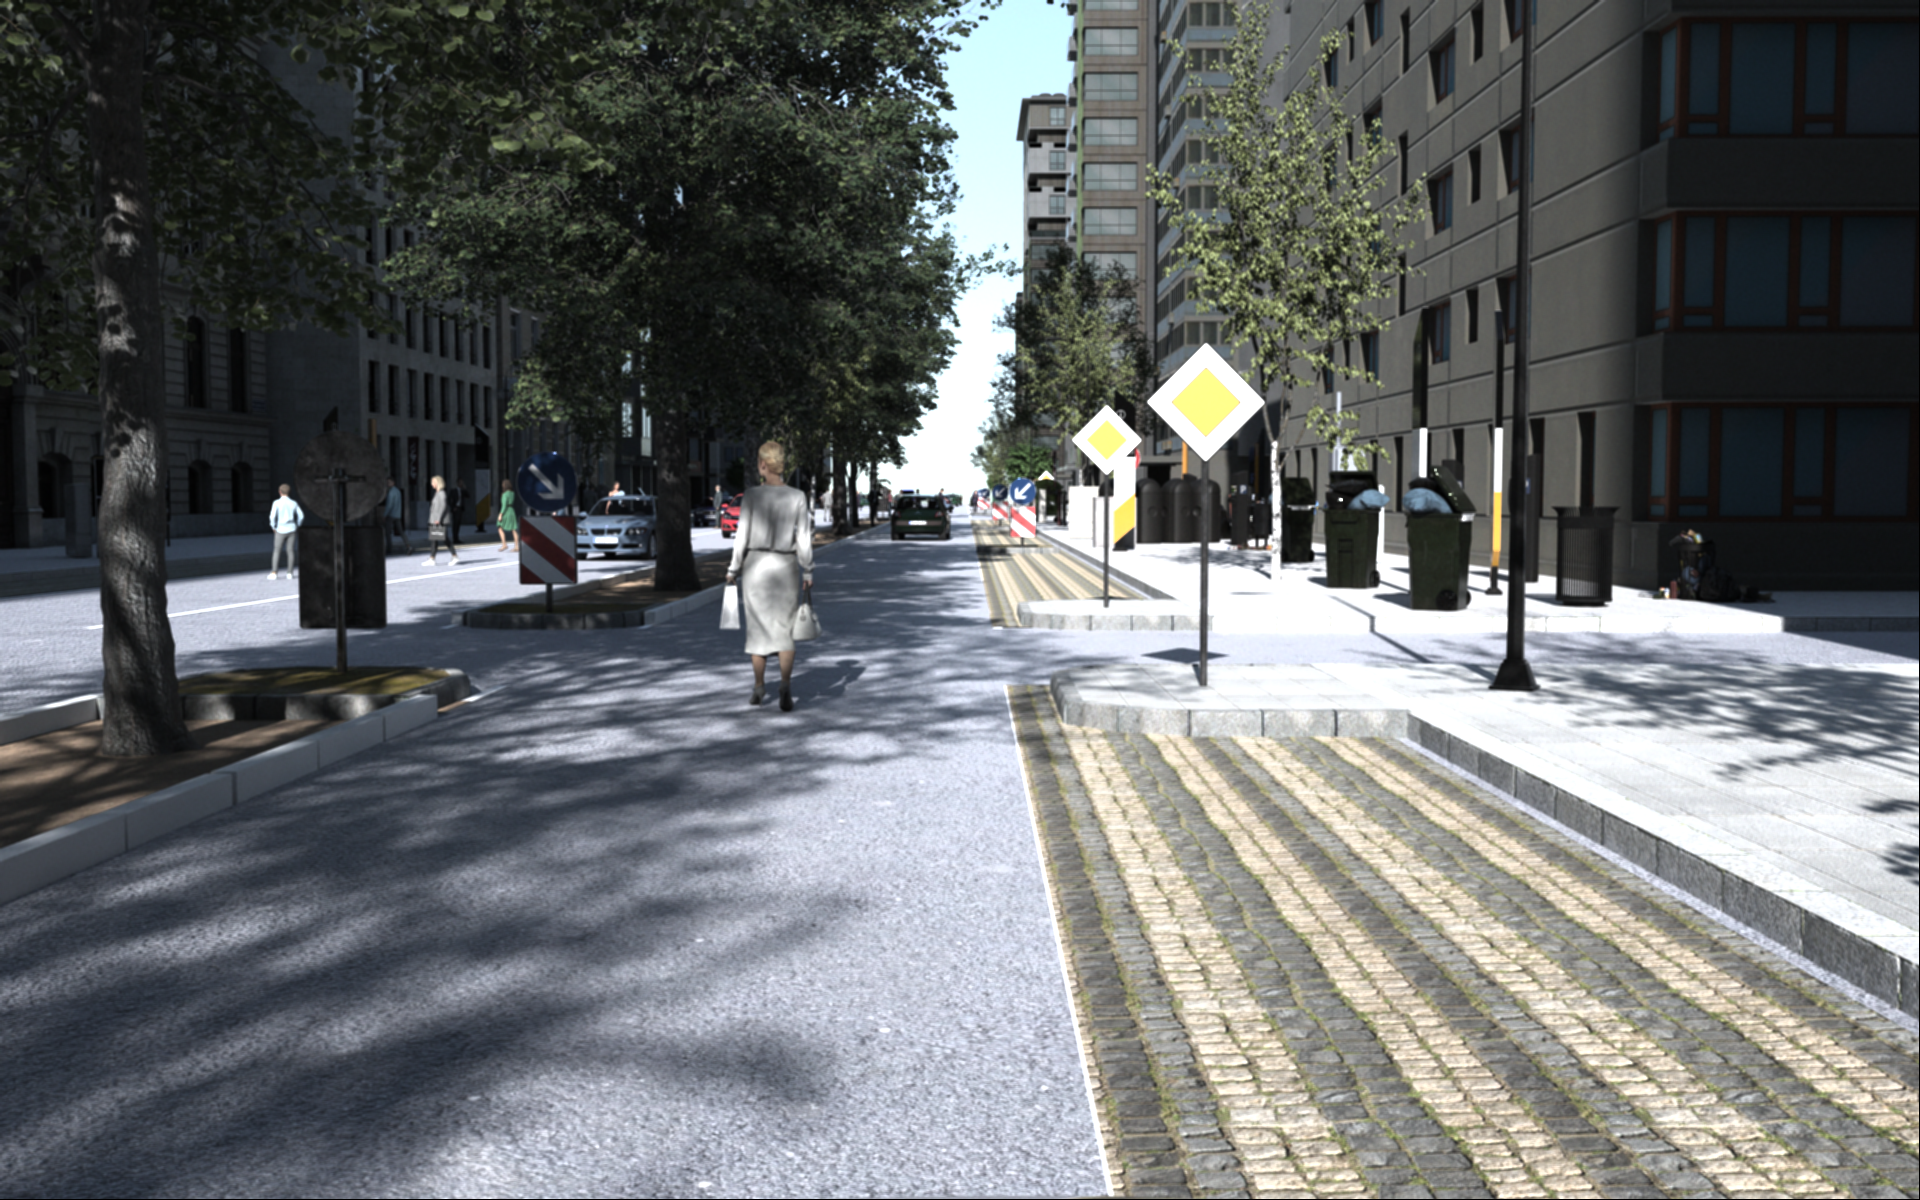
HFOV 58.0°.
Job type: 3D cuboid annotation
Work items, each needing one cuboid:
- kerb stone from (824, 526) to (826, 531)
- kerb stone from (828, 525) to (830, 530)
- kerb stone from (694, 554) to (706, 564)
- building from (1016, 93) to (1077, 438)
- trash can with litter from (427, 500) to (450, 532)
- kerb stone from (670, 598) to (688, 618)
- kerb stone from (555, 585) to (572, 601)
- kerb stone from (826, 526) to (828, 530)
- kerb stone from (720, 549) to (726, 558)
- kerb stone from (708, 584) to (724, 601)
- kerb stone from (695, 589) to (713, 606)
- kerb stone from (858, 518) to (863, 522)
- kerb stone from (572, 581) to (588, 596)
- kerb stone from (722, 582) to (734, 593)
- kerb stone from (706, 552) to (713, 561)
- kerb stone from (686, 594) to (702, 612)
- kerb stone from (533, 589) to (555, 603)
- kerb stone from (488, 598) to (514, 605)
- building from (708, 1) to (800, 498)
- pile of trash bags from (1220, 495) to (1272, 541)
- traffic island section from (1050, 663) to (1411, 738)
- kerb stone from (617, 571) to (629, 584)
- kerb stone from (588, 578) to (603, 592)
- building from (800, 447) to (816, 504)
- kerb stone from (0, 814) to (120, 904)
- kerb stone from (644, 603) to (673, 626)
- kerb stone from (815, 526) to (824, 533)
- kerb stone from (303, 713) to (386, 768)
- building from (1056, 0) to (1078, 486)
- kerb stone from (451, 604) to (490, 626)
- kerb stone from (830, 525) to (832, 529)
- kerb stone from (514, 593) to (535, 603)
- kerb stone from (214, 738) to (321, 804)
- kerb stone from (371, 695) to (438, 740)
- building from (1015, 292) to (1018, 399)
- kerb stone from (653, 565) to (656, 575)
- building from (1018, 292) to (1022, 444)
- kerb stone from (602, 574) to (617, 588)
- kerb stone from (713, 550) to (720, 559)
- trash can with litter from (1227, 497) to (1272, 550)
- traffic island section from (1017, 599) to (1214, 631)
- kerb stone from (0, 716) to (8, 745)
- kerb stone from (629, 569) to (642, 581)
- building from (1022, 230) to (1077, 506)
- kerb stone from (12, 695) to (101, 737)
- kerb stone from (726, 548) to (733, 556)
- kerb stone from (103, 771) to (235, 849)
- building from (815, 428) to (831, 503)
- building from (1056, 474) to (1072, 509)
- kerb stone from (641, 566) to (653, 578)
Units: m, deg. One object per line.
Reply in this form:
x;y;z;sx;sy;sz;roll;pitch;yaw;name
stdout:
-5.346;-2.707;66.495;0.120;0.150;1.000;0;4;0;kerb stone
-5.342;-2.835;68.547;0.120;0.150;1.000;0;4;0;kerb stone
-5.433;-0.829;35.755;0.120;0.150;1.000;0;4;0;kerb stone
21.992;-38.917;225.532;28.713;52.752;27.495;0;4;0;building
-17.654;-2.888;58.610;0.624;1.170;1.055;0;4;-4;trash can with litter
-3.369;0.111;20.385;0.120;0.150;1.000;0;4;0;kerb stone
-5.463;-0.073;23.458;0.120;0.150;1.000;0;4;0;kerb stone
-5.340;-2.771;67.525;0.120;0.150;1.000;0;4;0;kerb stone
-5.425;-1.004;38.824;0.120;0.150;1.000;0;4;0;kerb stone
-3.361;-0.077;23.460;0.120;0.150;1.000;0;4;0;kerb stone
-3.363;-0.012;22.436;0.120;0.150;1.000;0;4;0;kerb stone
-5.273;-4.338;93.125;0.120;0.150;1.000;0;4;0;kerb stone
-5.466;-0.136;24.480;0.120;0.150;1.000;0;4;0;kerb stone
-3.360;-0.140;24.485;0.120;0.150;1.000;0;4;0;kerb stone
-5.432;-0.892;36.779;0.120;0.150;1.000;0;4;0;kerb stone
-3.359;0.056;21.414;0.120;0.150;1.000;0;4;0;kerb stone
-5.463;-0.013;22.430;0.120;0.150;1.000;0;4;0;kerb stone
-5.468;0.111;20.376;0.120;0.150;1.000;0;4;0;kerb stone
-29.971;-39.900;194.362;21.231;58.520;28.212;0;4;0;building
7.885;-2.418;49.287;1.912;1.369;3.447;0;4;5;pile of trash bags
1.648;0.653;11.601;2.009;0.180;2.903;0;4;0;traffic island section
-5.461;-0.328;27.555;0.120;0.150;1.000;0;4;0;kerb stone
-5.461;-0.202;25.502;0.120;0.150;1.000;0;4;0;kerb stone
-25.731;-27.208;216.544;14.160;30.474;14.107;0;4;0;building
-3.409;0.963;6.444;0.120;0.150;1.000;0;4;0;kerb stone
-3.378;0.174;19.357;0.120;0.150;1.000;0;4;0;kerb stone
-5.347;-2.647;65.467;0.120;0.150;1.000;0;4;0;kerb stone
-3.402;0.775;9.532;0.120;0.150;1.000;0;4;0;kerb stone
19.368;-31.054;127.344;23.786;49.044;30.456;0;4;0;building
-5.473;0.174;19.345;0.120;0.150;1.000;0;4;0;kerb stone
-5.328;-2.897;69.569;0.120;0.150;1.000;0;4;0;kerb stone
-5.473;0.049;21.398;0.120;0.150;1.000;0;4;0;kerb stone
-3.400;0.837;8.504;0.120;0.150;1.000;0;4;0;kerb stone
-3.400;0.711;10.566;0.120;0.150;1.000;0;4;0;kerb stone
14.814;-29.076;247.088;14.160;30.474;14.107;0;4;0;building
-5.441;-0.516;30.632;0.120;0.150;1.000;0;4;0;kerb stone
14.485;-26.509;205.127;14.160;30.474;14.107;0;4;0;building
-5.449;-0.263;26.524;0.120;0.150;1.000;0;4;0;kerb stone
-5.425;-0.954;37.801;0.120;0.150;1.000;0;4;0;kerb stone
6.931;-1.779;40.151;1.678;1.210;2.233;-1;4;-14;trash can with litter
1.670;0.165;19.586;2.009;0.180;2.903;0;4;0;traffic island section
-5.493;0.776;9.559;0.120;0.150;1.000;0;4;0;kerb stone
-5.446;-0.389;28.583;0.120;0.150;1.000;0;4;0;kerb stone
14.504;-25.648;191.045;14.160;30.474;14.107;0;4;0;building
-5.505;0.711;10.581;0.120;0.150;1.000;0;4;0;kerb stone
-5.417;-1.079;39.845;0.120;0.150;1.000;0;4;0;kerb stone
-3.411;0.904;7.473;0.120;0.150;1.000;0;4;0;kerb stone
-25.715;-36.348;244.392;14.600;45.320;14.200;0;4;0;building
23.814;-28.346;155.344;32.217;40.220;23.993;0;4;0;building
-5.446;-0.452;29.610;0.120;0.150;1.000;0;4;0;kerb stone
